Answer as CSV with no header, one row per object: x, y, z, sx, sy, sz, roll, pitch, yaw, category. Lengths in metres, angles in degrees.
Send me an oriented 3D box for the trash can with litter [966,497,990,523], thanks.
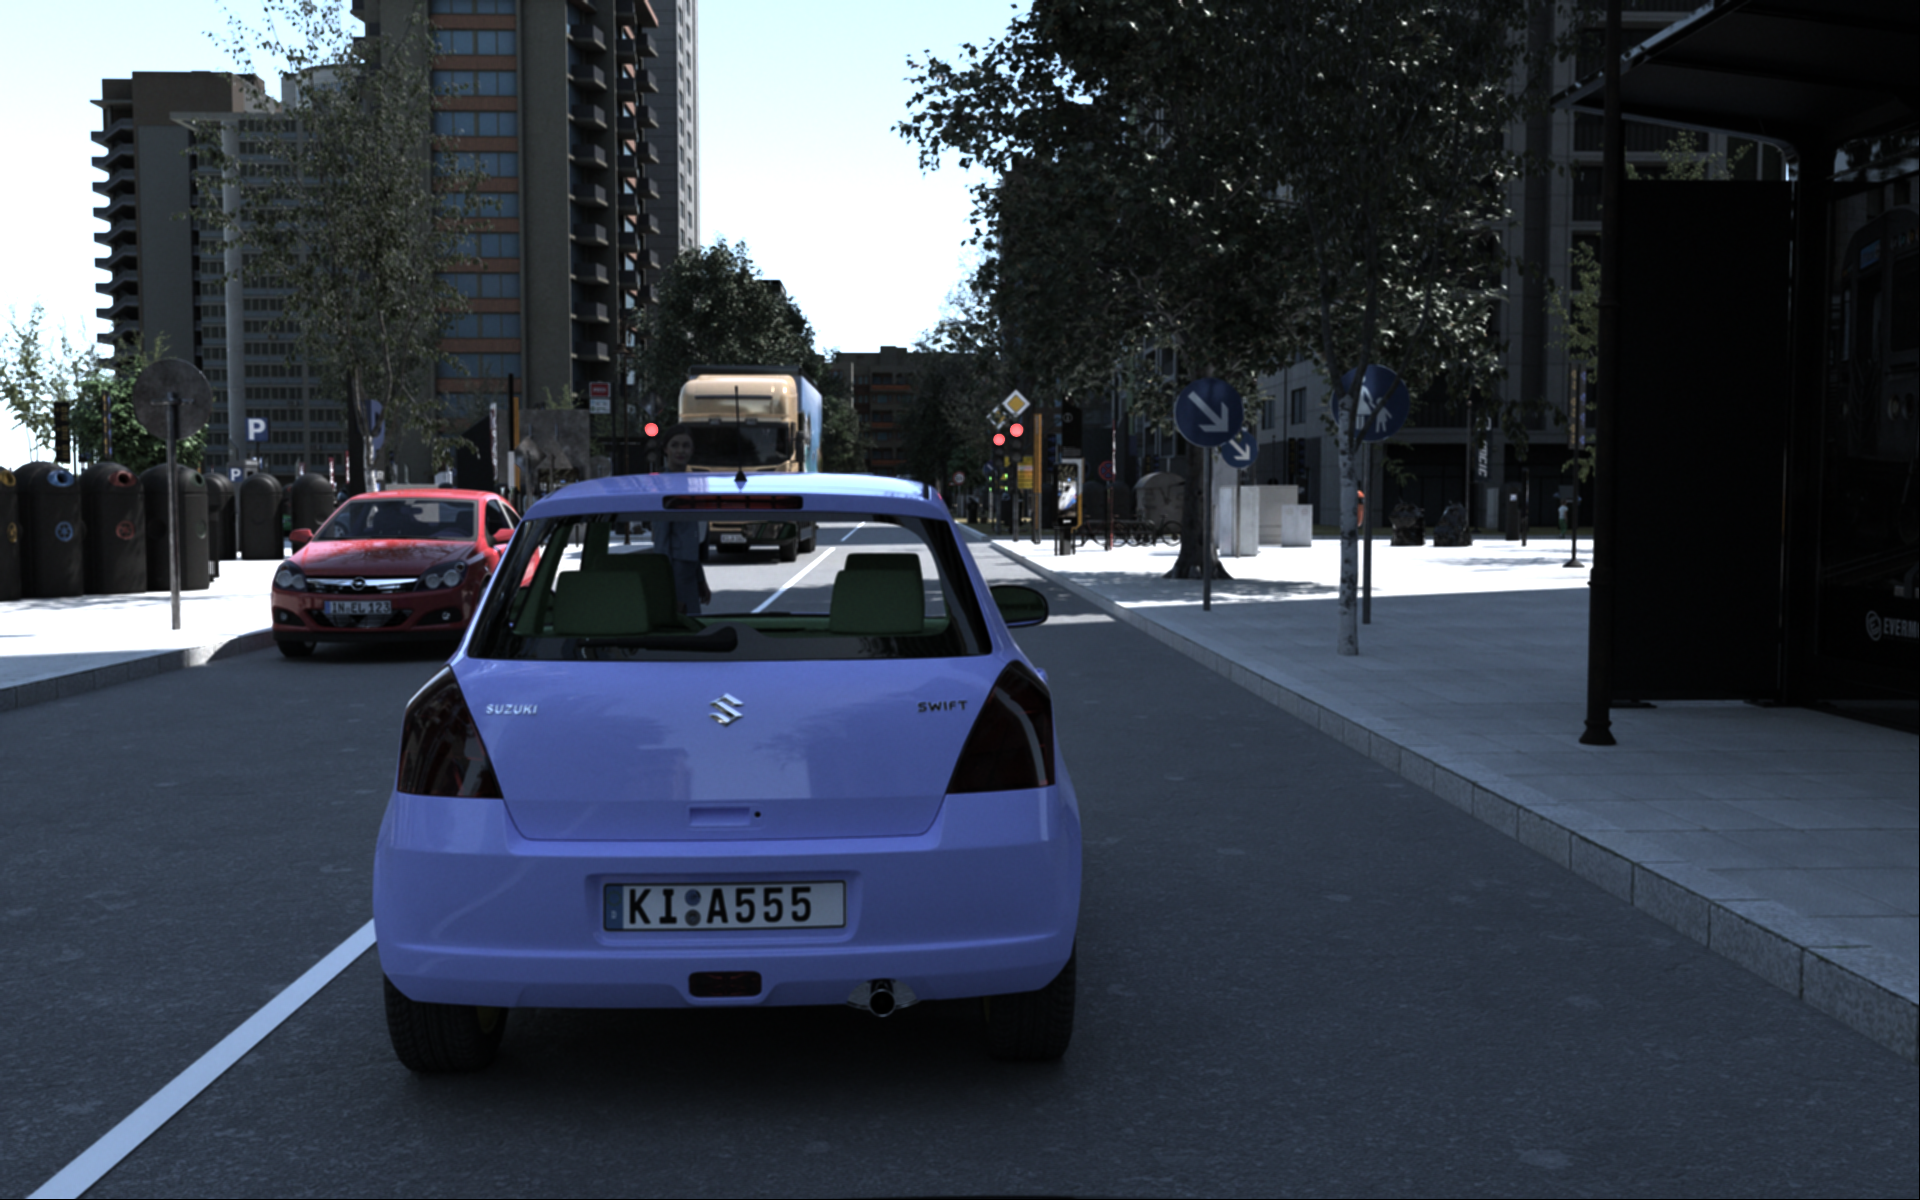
0.783,-3.959,76.114,1.055,1.170,0.624,1,4,14,trash can with litter

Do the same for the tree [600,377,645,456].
-20.203,-9.540,106.338,4.360,8.622,3.978,0,3,0,tree

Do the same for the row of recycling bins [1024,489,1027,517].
4.310,-5.463,96.431,1.069,1.692,3.534,-1,4,-22,row of recycling bins

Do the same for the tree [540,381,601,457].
-26.142,-9.942,112.918,4.737,8.622,4.395,0,3,0,tree

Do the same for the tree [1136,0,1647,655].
3.102,-3.852,13.343,4.360,8.622,3.978,0,3,0,tree

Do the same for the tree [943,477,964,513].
-0.134,-7.677,120.118,1.663,3.219,1.824,0,3,0,tree

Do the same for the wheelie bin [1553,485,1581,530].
21.943,-3.351,62.692,0.980,1.594,0.693,0,4,5,wheelie bin

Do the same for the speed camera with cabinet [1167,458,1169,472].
11.340,-6.174,95.286,0.660,3.252,2.038,2,4,31,speed camera with cabinet

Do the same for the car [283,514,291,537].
-21.402,-2.498,49.643,4.718,1.807,1.959,0,4,-4,car

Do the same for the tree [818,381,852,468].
-11.749,-12.093,132.138,7.601,10.594,8.767,-1,4,-19,tree

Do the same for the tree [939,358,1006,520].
1.359,-8.346,86.824,4.360,8.622,3.978,0,3,0,tree

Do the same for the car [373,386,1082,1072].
-0.635,0.242,5.638,1.945,1.707,3.694,0,4,-4,car

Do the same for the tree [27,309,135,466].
-34.452,-7.221,68.422,4.360,8.622,3.978,0,3,0,tree

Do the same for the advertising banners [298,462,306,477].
-36.634,-6.043,94.983,2.074,3.025,0.090,2,4,25,advertising banners

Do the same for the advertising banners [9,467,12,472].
-61.274,-7.038,111.263,2.074,3.025,0.090,3,5,40,advertising banners

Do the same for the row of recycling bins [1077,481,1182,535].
5.470,-2.943,55.231,3.534,1.692,1.069,-1,4,-20,row of recycling bins

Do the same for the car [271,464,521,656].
-5.200,-0.467,16.679,2.155,1.783,4.494,0,4,-4,car

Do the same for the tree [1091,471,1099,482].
9.208,-8.001,125.424,1.663,3.219,1.824,0,3,0,tree

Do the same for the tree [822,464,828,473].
-12.318,-9.588,140.473,4.285,4.588,4.351,0,3,0,tree

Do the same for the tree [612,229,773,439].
-10.542,-9.697,75.548,9.611,12.733,9.660,0,3,0,tree

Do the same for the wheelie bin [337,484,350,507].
-18.945,-2.815,53.932,0.693,1.594,0.980,2,4,29,wheelie bin

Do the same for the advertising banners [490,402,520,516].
-8.561,-2.223,32.540,0.090,3.025,2.074,-2,4,-27,advertising banners

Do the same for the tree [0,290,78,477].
-33.442,-6.885,62.926,4.737,8.622,4.395,0,3,0,tree

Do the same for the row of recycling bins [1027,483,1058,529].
4.371,-3.432,63.230,3.534,1.692,1.069,2,4,29,row of recycling bins

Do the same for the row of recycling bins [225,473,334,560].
-14.099,-1.639,33.918,3.534,1.692,1.069,-1,4,-12,row of recycling bins

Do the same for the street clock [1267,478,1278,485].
14.160,-4.521,78.493,0.471,2.002,0.358,0,4,-2,street clock

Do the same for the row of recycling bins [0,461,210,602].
-11.191,-0.907,21.949,1.069,1.692,3.534,2,4,28,row of recycling bins

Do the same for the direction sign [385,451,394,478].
-29.873,-6.025,90.498,0.876,3.537,0.379,-1,4,-14,direction sign

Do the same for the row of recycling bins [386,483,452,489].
-19.857,-3.429,63.180,3.534,1.692,1.069,1,4,22,row of recycling bins

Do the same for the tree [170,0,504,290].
-7.774,-4.409,22.452,4.360,8.622,3.978,0,3,0,tree

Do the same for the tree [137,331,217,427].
-35.617,-7.747,77.022,4.737,8.622,4.395,0,3,0,tree

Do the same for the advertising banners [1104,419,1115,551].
3.449,-2.657,39.631,0.090,3.025,2.074,1,4,10,advertising banners

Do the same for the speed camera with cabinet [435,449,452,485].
-21.271,-4.765,72.240,0.660,3.252,2.038,0,4,5,speed camera with cabinet

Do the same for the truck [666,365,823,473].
-4.712,-3.126,40.026,2.839,4.237,11.283,0,4,-1,truck

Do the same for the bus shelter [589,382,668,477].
-12.268,-5.328,64.743,2.179,5.291,8.768,0,4,-2,bus shelter

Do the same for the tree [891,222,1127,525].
2.380,-9.948,73.022,12.009,13.543,11.850,0,3,0,tree

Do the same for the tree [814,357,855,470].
-11.827,-11.939,120.950,9.928,11.665,9.643,0,3,0,tree

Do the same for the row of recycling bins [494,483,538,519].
-15.551,-3.278,60.716,3.534,1.692,1.069,1,4,13,row of recycling bins

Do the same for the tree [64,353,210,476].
-19.255,-3.489,40.752,4.285,4.588,4.351,0,3,0,tree

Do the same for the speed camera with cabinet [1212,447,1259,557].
5.707,-2.568,36.323,0.660,3.252,2.038,0,4,-8,speed camera with cabinet

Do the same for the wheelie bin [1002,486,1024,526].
2.066,-3.726,68.836,0.693,1.594,0.980,3,5,40,wheelie bin

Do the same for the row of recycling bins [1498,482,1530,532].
18.995,-3.203,59.481,1.069,1.692,3.534,1,4,17,row of recycling bins

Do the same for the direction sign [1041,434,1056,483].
3.202,-4.497,65.518,0.876,3.537,0.379,1,4,15,direction sign

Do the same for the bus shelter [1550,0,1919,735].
4.474,-0.983,7.357,1.731,3.624,6.357,0,4,-2,bus shelter

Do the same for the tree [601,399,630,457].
-25.475,-10.769,126.440,4.737,8.622,4.395,0,3,0,tree

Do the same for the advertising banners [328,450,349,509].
-24.415,-4.401,68.143,0.090,3.025,2.074,1,4,10,advertising banners

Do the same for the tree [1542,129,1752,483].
13.823,-5.162,34.754,4.737,8.622,4.395,0,3,0,tree

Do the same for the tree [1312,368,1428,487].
14.415,-6.752,60.756,4.737,8.622,4.395,0,3,0,tree

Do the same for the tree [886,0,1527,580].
3.693,-6.662,25.927,9.611,12.733,9.660,0,3,0,tree

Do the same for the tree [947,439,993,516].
0.703,-7.314,103.299,4.285,4.588,4.351,0,3,0,tree

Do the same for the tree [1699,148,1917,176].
14.604,-4.795,28.763,4.360,8.622,3.978,0,3,0,tree

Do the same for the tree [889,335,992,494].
-1.845,-21.068,200.347,12.611,20.169,13.585,0,3,0,tree

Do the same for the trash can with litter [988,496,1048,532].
1.971,-2.949,59.270,2.233,1.210,1.678,-1,4,-8,trash can with litter
